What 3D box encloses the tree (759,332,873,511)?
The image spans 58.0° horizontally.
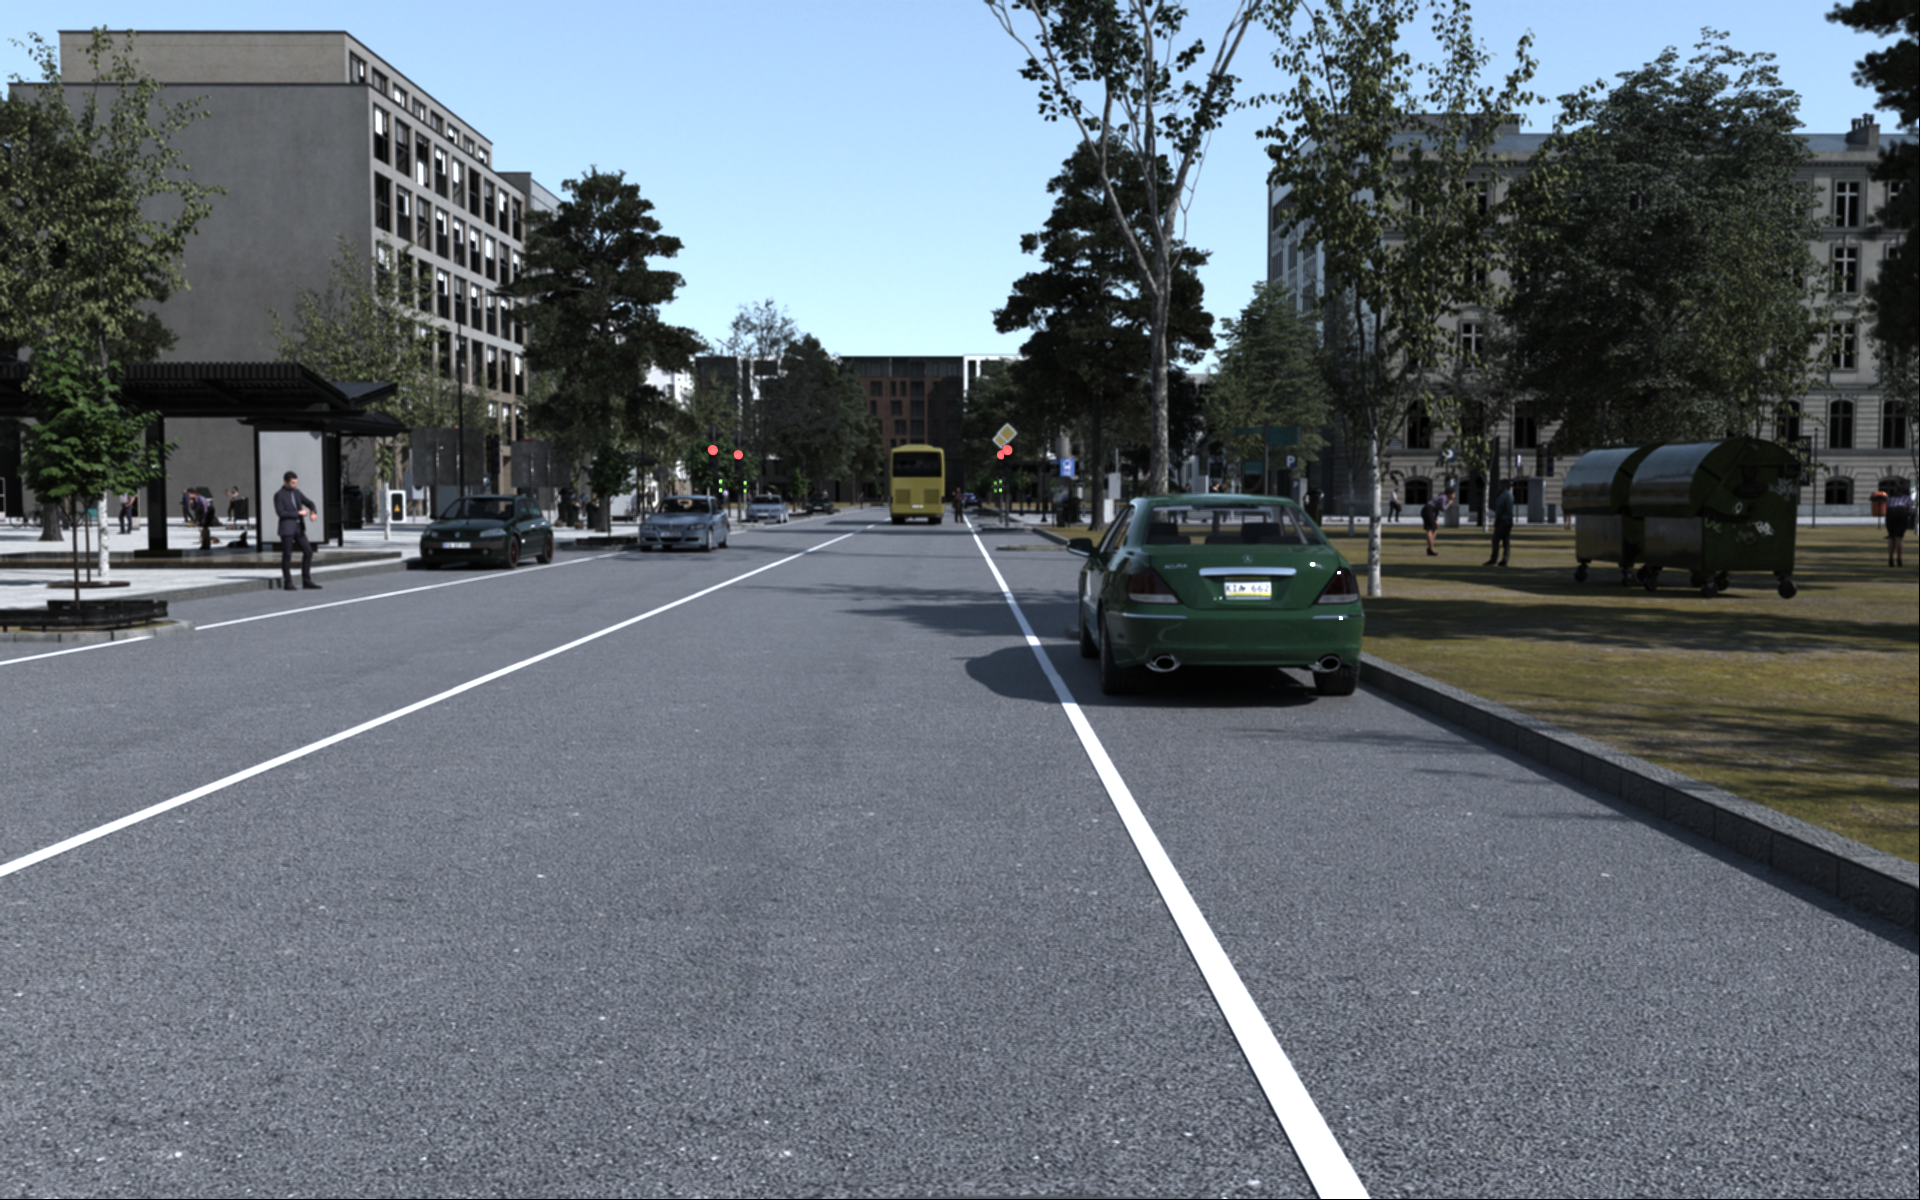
[{"bbox_3d":[-12.323,-13.872,134.226,7.806,13.903,7.818,0,3,0],"label":"tree"}]

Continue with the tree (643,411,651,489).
[{"bbox_3d":[-18.871,-10.276,118.382,4.737,8.622,4.395,0,3,0],"label":"tree"}]

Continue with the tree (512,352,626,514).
[{"bbox_3d":[-24.297,-11.277,110.131,9.928,11.665,9.643,0,3,0],"label":"tree"}]

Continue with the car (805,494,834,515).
[{"bbox_3d":[-9.732,-6.759,120.291,2.009,1.686,4.222,0,4,-1],"label":"car"}]

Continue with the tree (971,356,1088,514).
[{"bbox_3d":[4.896,-10.663,108.749,8.767,10.594,7.601,0,4,-5],"label":"tree"}]

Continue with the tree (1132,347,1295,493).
[{"bbox_3d":[16.831,-10.753,110.222,8.767,10.594,7.601,-1,4,-22],"label":"tree"}]

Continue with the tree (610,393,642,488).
[{"bbox_3d":[-23.507,-10.688,125.112,4.737,8.622,4.395,0,3,0],"label":"tree"}]

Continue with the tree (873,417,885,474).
[{"bbox_3d":[-12.450,-17.721,197.156,7.806,13.903,7.818,0,3,0],"label":"tree"}]

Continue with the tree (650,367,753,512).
[{"bbox_3d":[-14.720,-9.115,99.394,4.737,8.622,4.395,0,3,0],"label":"tree"}]

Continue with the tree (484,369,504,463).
[{"bbox_3d":[-28.596,-9.294,102.318,4.737,8.622,4.395,0,3,0],"label":"tree"}]

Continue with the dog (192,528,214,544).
[{"bbox_3d":[-19.375,-1.643,44.605,0.748,0.427,0.550,3,5,40],"label":"dog"}]

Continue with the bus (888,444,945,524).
[{"bbox_3d":[-2.135,-5.716,85.004,2.896,3.916,12.252,0,4,-2],"label":"bus"}]

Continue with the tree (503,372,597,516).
[{"bbox_3d":[-23.317,-9.136,99.731,4.737,8.622,4.395,0,3,0],"label":"tree"}]

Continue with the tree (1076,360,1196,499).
[{"bbox_3d":[13.233,-13.750,131.466,9.857,13.997,8.962,0,3,0],"label":"tree"}]

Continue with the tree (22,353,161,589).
[{"bbox_3d":[-12.001,-1.784,23.773,1.663,3.219,1.824,0,3,0],"label":"tree"}]

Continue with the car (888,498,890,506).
[{"bbox_3d":[-7.536,-11.923,207.299,2.083,1.381,4.827,0,4,1],"label":"car"}]

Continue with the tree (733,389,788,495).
[{"bbox_3d":[-13.793,-10.238,117.752,4.360,8.622,3.978,0,3,0],"label":"tree"}]

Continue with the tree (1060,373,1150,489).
[{"bbox_3d":[8.060,-8.715,92.855,4.360,8.622,3.978,0,3,0],"label":"tree"}]

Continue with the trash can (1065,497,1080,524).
[{"bbox_3d":[4.815,-3.875,75.008,0.748,1.137,0.748,0,3,0],"label":"trash can"}]

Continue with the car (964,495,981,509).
[{"bbox_3d":[1.266,-9.703,171.217,1.945,1.354,3.894,0,4,-1],"label":"car"}]

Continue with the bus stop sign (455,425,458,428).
[{"bbox_3d":[-19.393,-4.755,66.440,0.416,3.939,0.855,1,4,11],"label":"bus stop sign"}]

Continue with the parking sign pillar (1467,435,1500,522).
[{"bbox_3d":[23.954,-5.542,79.081,1.447,3.967,1.447,2,4,25],"label":"parking sign pillar"}]

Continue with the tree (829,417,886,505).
[{"bbox_3d":[-12.829,-17.831,209.664,7.486,12.596,7.792,0,3,0],"label":"tree"}]

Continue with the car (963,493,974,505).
[{"bbox_3d":[0.949,-12.968,221.616,1.945,1.707,3.694,0,4,1],"label":"car"}]

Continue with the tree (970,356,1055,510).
[{"bbox_3d":[4.308,-13.746,142.879,7.486,12.596,7.792,0,3,0],"label":"tree"}]

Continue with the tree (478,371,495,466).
[{"bbox_3d":[-28.071,-9.014,97.749,4.360,8.622,3.978,0,3,0],"label":"tree"}]

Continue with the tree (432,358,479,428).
[{"bbox_3d":[-27.824,-8.521,89.678,4.360,8.622,3.978,0,3,0],"label":"tree"}]

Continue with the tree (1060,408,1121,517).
[{"bbox_3d":[7.284,-9.055,98.409,4.737,8.622,4.395,0,3,0],"label":"tree"}]

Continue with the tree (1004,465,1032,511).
[{"bbox_3d":[4.092,-7.363,114.992,1.663,3.219,1.824,0,3,0],"label":"tree"}]

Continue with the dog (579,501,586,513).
[{"bbox_3d":[-25.806,-6.358,118.333,0.513,0.831,0.800,-1,4,-19],"label":"dog"}]

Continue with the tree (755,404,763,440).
[{"bbox_3d":[-15.854,-10.706,125.398,4.737,8.622,4.395,0,3,0],"label":"tree"}]

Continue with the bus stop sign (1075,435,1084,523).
[{"bbox_3d":[5.429,-5.450,77.814,0.416,3.939,0.855,-1,4,-12],"label":"bus stop sign"}]

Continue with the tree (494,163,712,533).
[{"bbox_3d":[-11.849,-8.299,57.744,6.751,12.117,7.091,0,3,0],"label":"tree"}]

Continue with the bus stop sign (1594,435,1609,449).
[{"bbox_3d":[28.784,-5.430,77.798,0.837,3.901,0.837,1,4,14],"label":"bus stop sign"}]

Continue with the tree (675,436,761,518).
[{"bbox_3d":[-12.733,-6.807,95.004,4.285,4.588,4.351,0,3,0],"label":"tree"}]

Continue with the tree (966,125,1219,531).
[{"bbox_3d":[4.978,-9.348,60.259,7.806,13.903,7.818,0,3,0],"label":"tree"}]

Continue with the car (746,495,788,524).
[{"bbox_3d":[-9.447,-4.462,84.963,2.014,1.417,4.499,0,4,0],"label":"car"}]

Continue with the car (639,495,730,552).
[{"bbox_3d":[-7.006,-1.981,44.385,2.014,1.417,4.499,0,4,1],"label":"car"}]

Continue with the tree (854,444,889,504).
[{"bbox_3d":[-12.760,-17.941,227.745,8.767,10.594,7.601,2,4,34],"label":"tree"}]

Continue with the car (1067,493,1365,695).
[{"bbox_3d":[1.942,-0.121,13.784,2.131,1.459,4.920,0,4,1],"label":"car"}]

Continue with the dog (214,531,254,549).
[{"bbox_3d":[-17.169,-1.427,41.070,0.748,0.427,0.550,-1,4,-15],"label":"dog"}]

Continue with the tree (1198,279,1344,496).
[{"bbox_3d":[16.642,-10.658,92.381,7.486,12.596,7.792,0,3,0],"label":"tree"}]

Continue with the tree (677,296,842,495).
[{"bbox_3d":[-12.427,-12.060,107.548,12.009,13.543,11.850,0,3,0],"label":"tree"}]

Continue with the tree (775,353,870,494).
[{"bbox_3d":[-12.809,-15.210,155.346,9.857,13.997,8.962,0,3,0],"label":"tree"}]

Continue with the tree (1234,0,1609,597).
[{"bbox_3d":[5.321,-4.336,21.253,4.737,8.622,4.395,0,3,0],"label":"tree"}]

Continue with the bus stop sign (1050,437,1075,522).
[{"bbox_3d":[4.775,-5.610,80.746,0.837,3.901,0.837,-2,4,-30],"label":"bus stop sign"}]

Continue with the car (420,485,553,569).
[{"bbox_3d":[-9.309,-1.495,34.232,2.009,1.686,4.222,0,4,1],"label":"car"}]

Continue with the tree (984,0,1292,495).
[{"bbox_3d":[2.753,-11.041,36.408,12.611,20.169,13.585,0,3,0],"label":"tree"}]
